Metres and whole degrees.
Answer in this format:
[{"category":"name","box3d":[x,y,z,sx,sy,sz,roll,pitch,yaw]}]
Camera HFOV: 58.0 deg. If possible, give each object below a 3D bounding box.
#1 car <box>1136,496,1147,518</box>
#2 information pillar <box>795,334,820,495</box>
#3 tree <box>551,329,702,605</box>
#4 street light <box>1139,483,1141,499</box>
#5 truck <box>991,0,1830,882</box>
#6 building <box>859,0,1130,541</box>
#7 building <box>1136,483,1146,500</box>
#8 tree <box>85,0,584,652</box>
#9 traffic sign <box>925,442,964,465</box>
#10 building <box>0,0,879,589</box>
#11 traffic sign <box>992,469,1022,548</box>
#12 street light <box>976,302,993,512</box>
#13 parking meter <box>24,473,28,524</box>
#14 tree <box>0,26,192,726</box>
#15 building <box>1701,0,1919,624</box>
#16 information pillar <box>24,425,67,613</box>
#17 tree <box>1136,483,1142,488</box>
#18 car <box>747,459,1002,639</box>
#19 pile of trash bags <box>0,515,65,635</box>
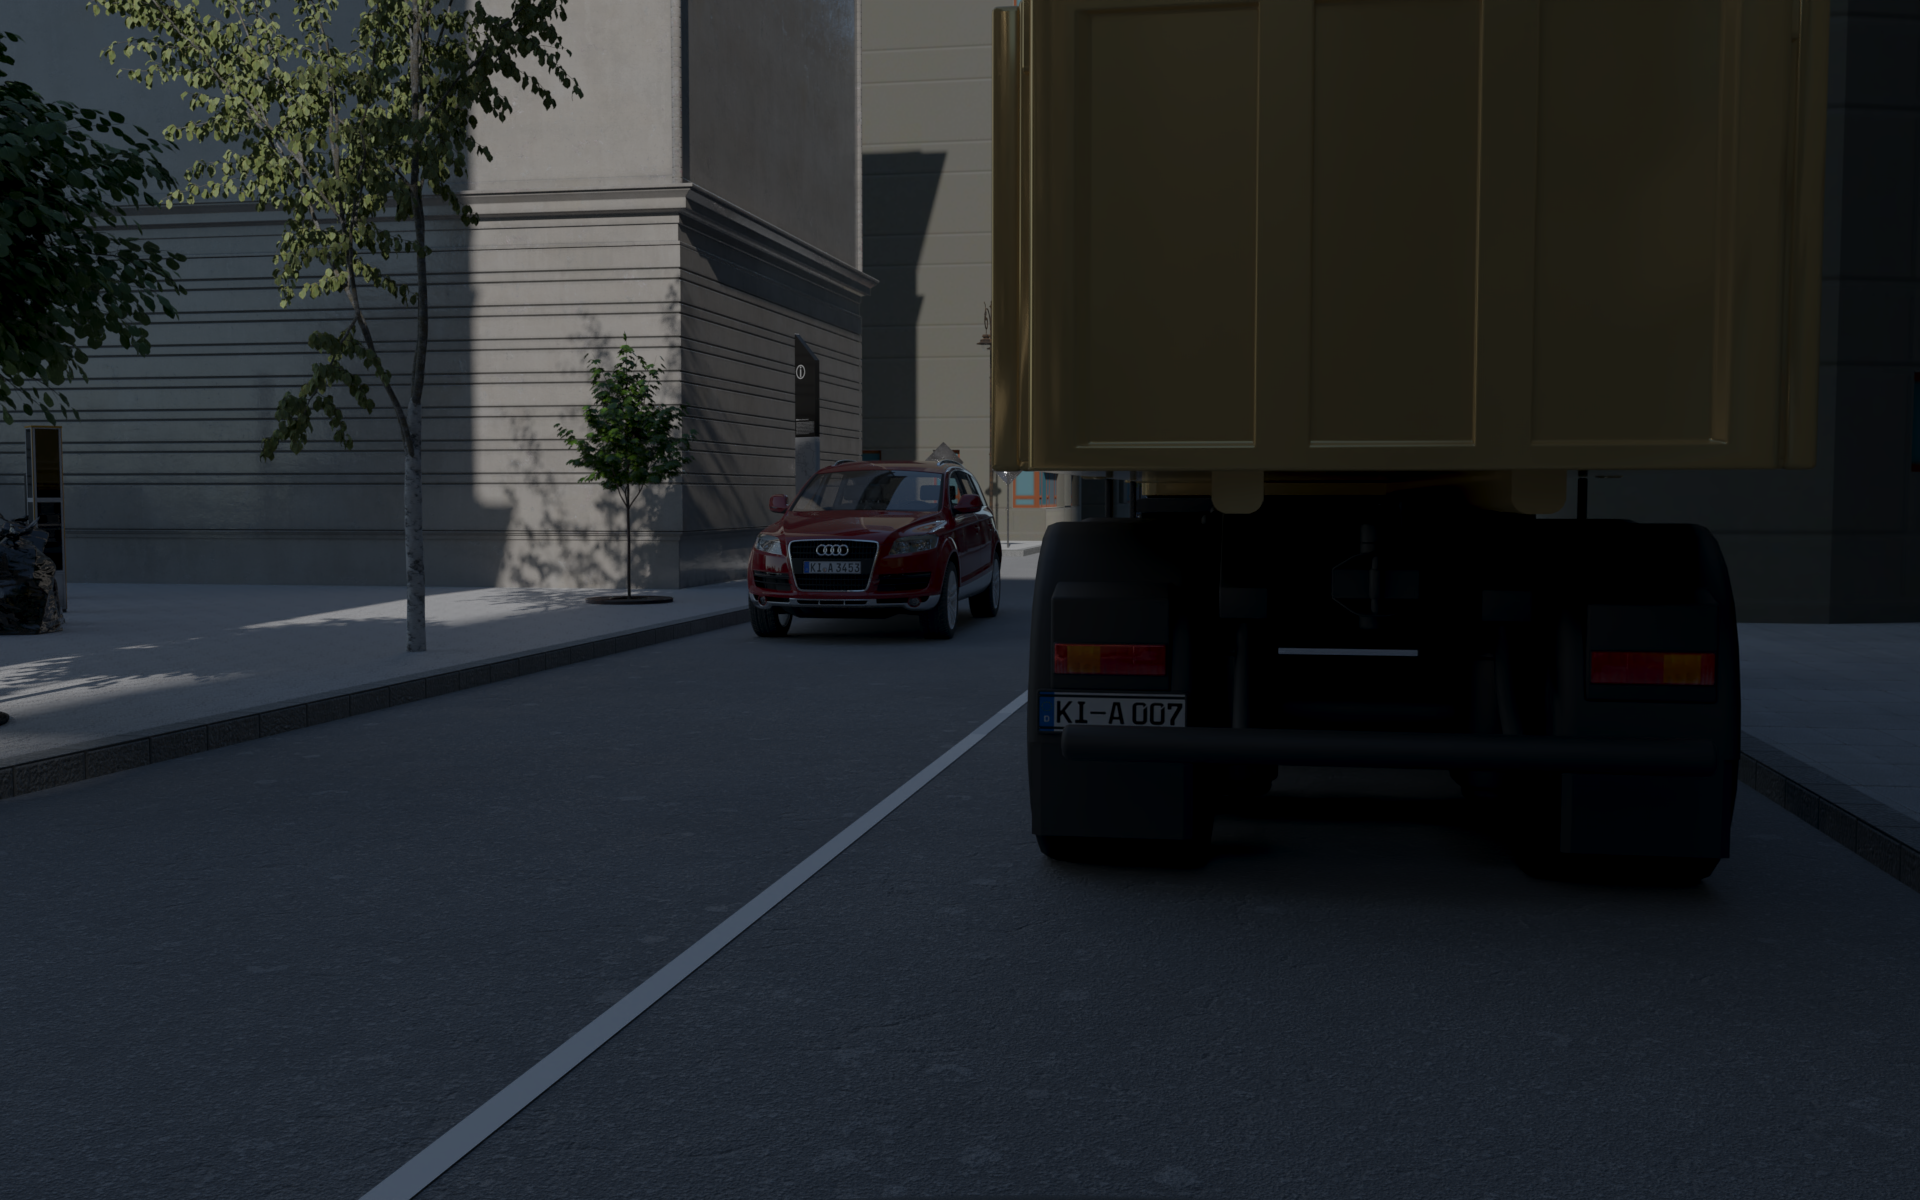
[{"category":"car","box3d":[7.545,-3.243,65.033,2.014,1.417,4.499,1,4,9]},{"category":"information pillar","box3d":[-2.233,-2.074,25.259,0.183,3.616,0.504,-3,5,-43]},{"category":"tree","box3d":[-4.023,-1.576,20.370,1.663,3.219,1.824,0,3,0]},{"category":"street light","box3d":[8.696,-6.775,83.556,0.468,5.910,1.993,1,4,11]},{"category":"truck","box3d":[2.181,-0.871,10.158,3.469,3.379,9.791,1,4,10]},{"category":"building","box3d":[-8.590,-13.353,63.368,27.650,21.520,28.899,1,4,11]},{"category":"building","box3d":[0.171,-33.989,97.722,21.231,58.520,28.212,1,4,11]},{"category":"tree","box3d":[-4.685,-3.886,13.900,4.737,8.622,4.395,0,3,0]},{"category":"traffic sign","box3d":[-0.326,-1.823,33.450,0.795,2.450,0.064,1,4,11]},{"category":"building","box3d":[-12.432,-11.812,29.285,21.152,22.565,11.583,1,4,11]},{"category":"traffic sign","box3d":[1.149,-2.303,41.298,0.795,2.450,0.064,1,4,11]},{"category":"street light","box3d":[0.749,-4.207,41.575,0.468,5.910,1.993,1,4,11]},{"category":"parking meter","box3d":[-11.244,-0.785,21.241,0.372,1.533,0.369,0,3,0]},{"category":"tree","box3d":[-6.091,-1.566,9.313,4.285,4.588,4.351,0,3,0]},{"category":"building","box3d":[18.427,-10.029,9.020,27.650,21.520,28.899,1,4,11]},{"category":"information pillar","box3d":[-9.869,-0.869,18.703,0.304,2.012,0.304,-3,5,-40]},{"category":"tree","box3d":[8.123,-7.926,79.954,4.737,8.622,4.395,0,3,0]},{"category":"car","box3d":[-0.794,-0.625,18.899,2.281,1.827,5.304,1,4,9]},{"category":"pile of trash bags","box3d":[-10.176,-0.392,16.160,3.447,1.369,1.912,-1,4,-13]}]
